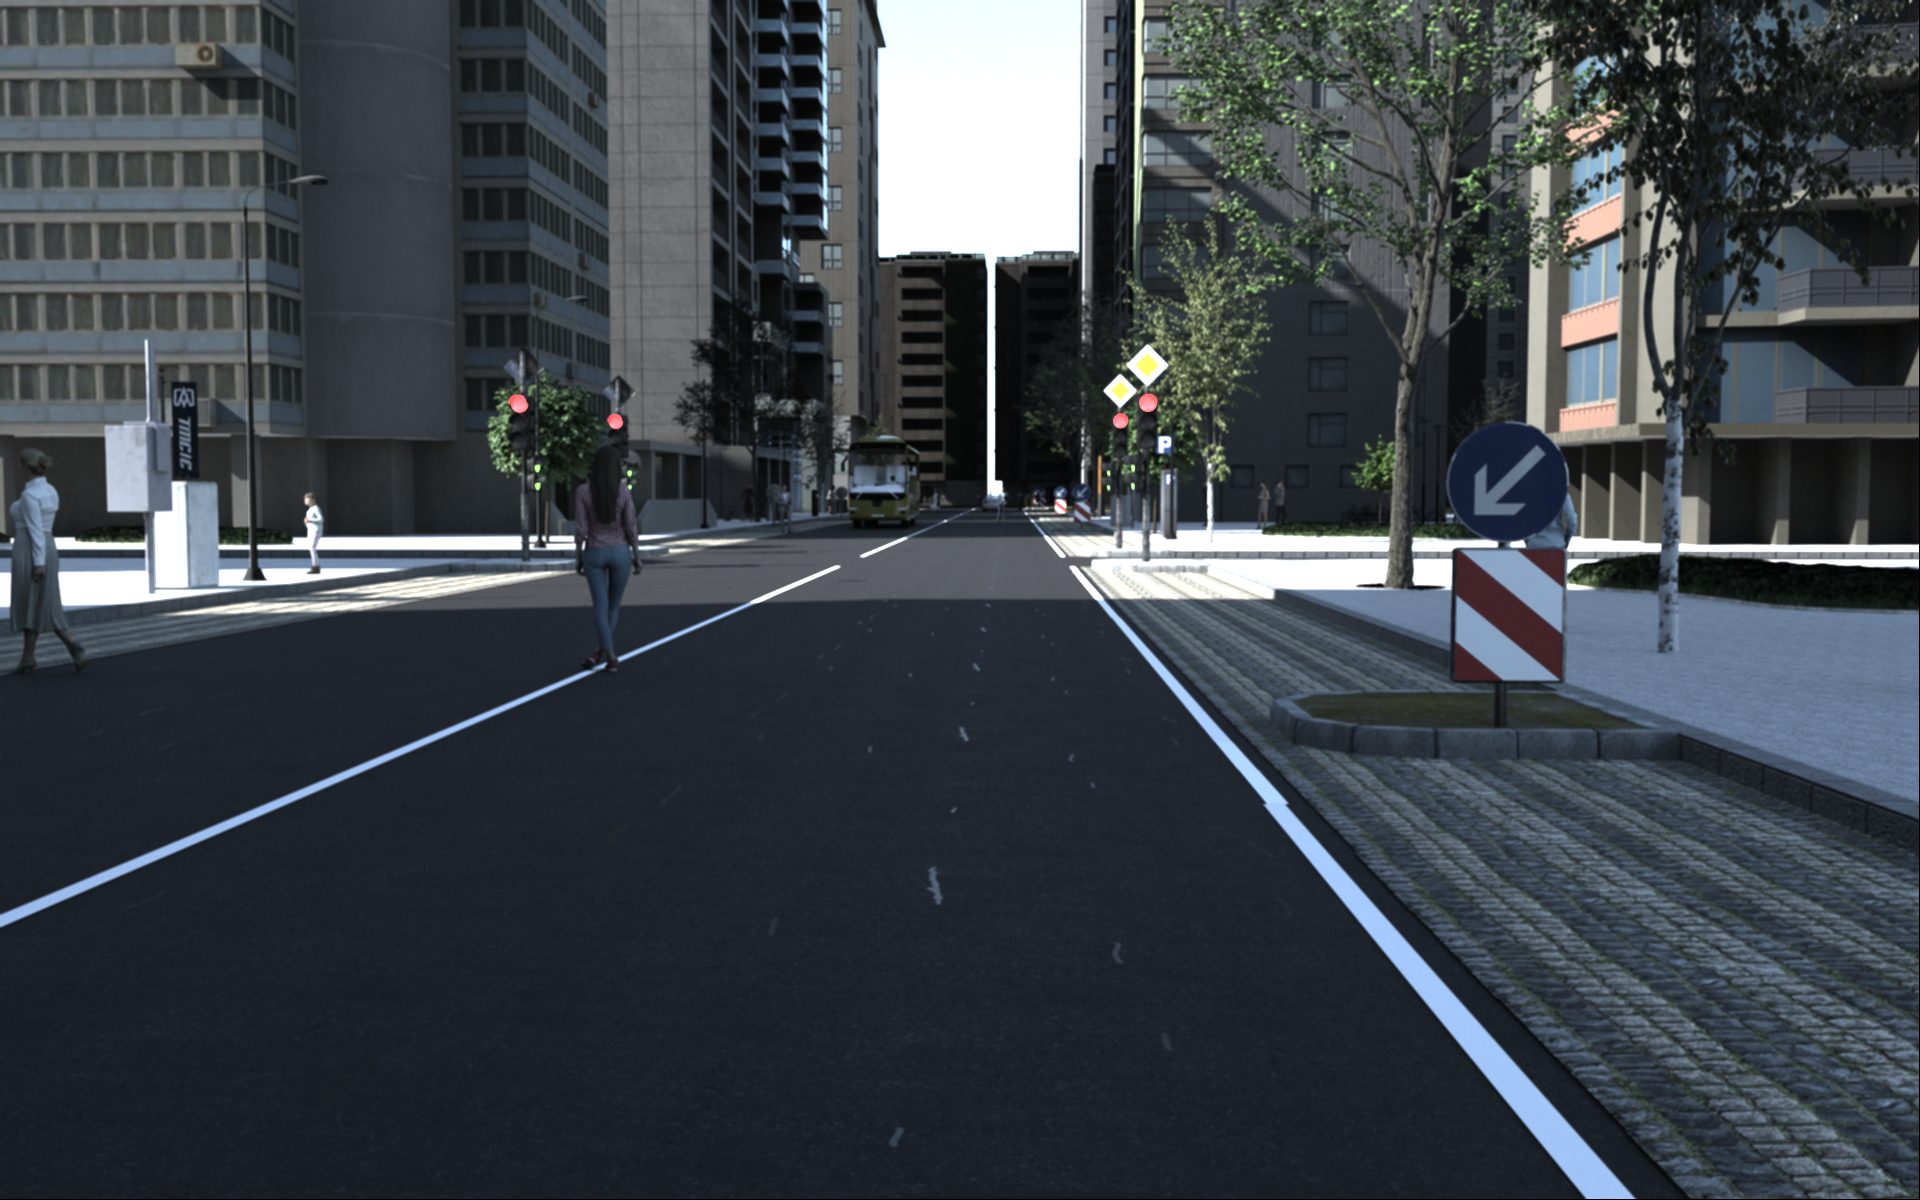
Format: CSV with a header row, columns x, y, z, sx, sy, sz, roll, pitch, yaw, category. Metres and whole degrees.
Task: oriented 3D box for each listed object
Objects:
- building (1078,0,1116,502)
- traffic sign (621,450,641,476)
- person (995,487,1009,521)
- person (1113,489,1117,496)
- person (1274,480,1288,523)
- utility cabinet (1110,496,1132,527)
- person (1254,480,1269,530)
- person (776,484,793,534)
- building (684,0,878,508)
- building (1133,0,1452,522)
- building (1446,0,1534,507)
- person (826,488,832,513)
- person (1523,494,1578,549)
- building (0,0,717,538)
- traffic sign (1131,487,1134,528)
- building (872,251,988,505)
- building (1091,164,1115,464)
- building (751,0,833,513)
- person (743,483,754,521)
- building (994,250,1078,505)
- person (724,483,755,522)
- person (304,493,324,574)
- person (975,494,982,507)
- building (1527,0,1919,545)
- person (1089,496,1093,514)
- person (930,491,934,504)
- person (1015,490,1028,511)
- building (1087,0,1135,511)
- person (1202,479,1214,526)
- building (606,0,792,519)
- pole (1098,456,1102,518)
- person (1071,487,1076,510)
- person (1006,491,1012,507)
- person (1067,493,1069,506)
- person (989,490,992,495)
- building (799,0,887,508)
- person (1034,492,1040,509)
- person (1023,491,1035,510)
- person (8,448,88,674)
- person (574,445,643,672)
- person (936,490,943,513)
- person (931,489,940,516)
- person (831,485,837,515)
x,y,z,sx,sy,sz,roll,pitch,yaw,category
22.453,-38.677,174.367,21.231,58.520,28.212,0,4,2,building
-9.558,-3.042,49.840,0.768,2.556,0.104,0,4,6,traffic sign
2.253,-5.120,92.398,0.721,1.800,0.419,1,4,10,person
6.847,-4.303,76.405,0.388,1.821,0.555,-1,4,-20,person
11.565,-3.432,62.344,0.592,1.802,0.473,-3,5,-43,person
6.309,-3.477,68.007,0.306,1.237,1.020,-2,4,-31,utility cabinet
10.769,-3.384,61.719,0.374,1.781,0.599,-1,4,-16,person
-6.310,-3.296,62.583,0.606,1.804,0.583,-2,4,-32,person
-20.900,-47.247,210.743,20.611,71.187,20.563,0,4,2,building
15.437,-24.514,84.399,14.154,41.232,14.086,0,4,2,building
47.340,-45.177,176.897,20.611,71.187,20.563,0,4,2,building
-8.984,-6.841,118.681,0.721,1.735,1.217,1,4,9,person
5.396,-0.495,15.940,0.589,1.601,0.330,3,5,40,person
-25.809,-22.519,60.071,32.217,40.220,23.993,0,4,2,building
6.456,-3.951,64.706,0.768,2.556,0.104,1,4,10,traffic sign
-3.634,-26.714,208.482,14.107,30.474,14.160,0,4,2,building
18.634,-23.395,154.202,14.160,30.474,14.107,0,4,2,building
-20.520,-50.082,131.508,22.319,86.520,31.000,0,4,2,building
-9.999,-4.677,82.696,0.728,1.800,0.709,-1,4,-11,person
11.043,-26.688,208.054,14.107,30.474,14.160,0,4,2,building
-10.248,-4.574,81.045,1.509,1.804,0.699,1,4,23,person
-10.364,-1.065,27.738,0.425,1.301,0.394,2,4,26,person
1.978,-10.757,187.561,0.799,1.438,0.628,-2,4,-34,person
31.255,-24.255,51.193,28.867,44.769,22.147,0,4,2,building
8.553,-6.241,113.580,0.738,1.151,1.012,-1,4,-22,person
-2.598,-10.032,173.233,1.217,1.735,0.721,-3,5,-45,person
5.249,-8.597,149.152,1.350,1.814,0.705,3,5,40,person
20.806,-42.636,135.355,20.563,71.187,20.611,0,4,2,building
9.924,-3.920,69.505,0.474,1.900,0.648,1,4,11,person
-20.351,-40.284,96.896,20.563,71.187,20.611,0,4,2,building
7.451,-6.021,92.286,0.158,3.312,0.155,0,3,0,pole
9.048,-7.973,136.273,0.709,1.838,0.599,-1,4,-12,person
5.213,-11.183,192.046,1.217,1.736,0.721,2,4,28,person
11.219,-10.418,179.642,0.557,1.426,1.065,0,4,3,person
3.092,-10.060,172.965,0.705,1.826,1.348,0,4,-4,person
-22.128,-35.869,175.697,27.495,52.752,28.713,0,4,2,building
6.717,-8.615,150.822,0.415,1.643,0.593,3,5,42,person
6.065,-8.773,152.639,1.217,1.736,0.721,2,4,27,person
-7.293,-0.311,13.803,0.641,1.798,0.478,1,4,8,person
-2.837,-0.336,14.002,0.555,1.821,0.388,-2,4,-24,person
-1.598,-7.348,129.352,0.721,1.735,1.217,2,4,31,person
-1.569,-6.253,111.084,0.624,1.780,0.694,2,4,26,person
-7.805,-6.202,107.456,0.388,1.821,0.555,-1,4,-13,person
